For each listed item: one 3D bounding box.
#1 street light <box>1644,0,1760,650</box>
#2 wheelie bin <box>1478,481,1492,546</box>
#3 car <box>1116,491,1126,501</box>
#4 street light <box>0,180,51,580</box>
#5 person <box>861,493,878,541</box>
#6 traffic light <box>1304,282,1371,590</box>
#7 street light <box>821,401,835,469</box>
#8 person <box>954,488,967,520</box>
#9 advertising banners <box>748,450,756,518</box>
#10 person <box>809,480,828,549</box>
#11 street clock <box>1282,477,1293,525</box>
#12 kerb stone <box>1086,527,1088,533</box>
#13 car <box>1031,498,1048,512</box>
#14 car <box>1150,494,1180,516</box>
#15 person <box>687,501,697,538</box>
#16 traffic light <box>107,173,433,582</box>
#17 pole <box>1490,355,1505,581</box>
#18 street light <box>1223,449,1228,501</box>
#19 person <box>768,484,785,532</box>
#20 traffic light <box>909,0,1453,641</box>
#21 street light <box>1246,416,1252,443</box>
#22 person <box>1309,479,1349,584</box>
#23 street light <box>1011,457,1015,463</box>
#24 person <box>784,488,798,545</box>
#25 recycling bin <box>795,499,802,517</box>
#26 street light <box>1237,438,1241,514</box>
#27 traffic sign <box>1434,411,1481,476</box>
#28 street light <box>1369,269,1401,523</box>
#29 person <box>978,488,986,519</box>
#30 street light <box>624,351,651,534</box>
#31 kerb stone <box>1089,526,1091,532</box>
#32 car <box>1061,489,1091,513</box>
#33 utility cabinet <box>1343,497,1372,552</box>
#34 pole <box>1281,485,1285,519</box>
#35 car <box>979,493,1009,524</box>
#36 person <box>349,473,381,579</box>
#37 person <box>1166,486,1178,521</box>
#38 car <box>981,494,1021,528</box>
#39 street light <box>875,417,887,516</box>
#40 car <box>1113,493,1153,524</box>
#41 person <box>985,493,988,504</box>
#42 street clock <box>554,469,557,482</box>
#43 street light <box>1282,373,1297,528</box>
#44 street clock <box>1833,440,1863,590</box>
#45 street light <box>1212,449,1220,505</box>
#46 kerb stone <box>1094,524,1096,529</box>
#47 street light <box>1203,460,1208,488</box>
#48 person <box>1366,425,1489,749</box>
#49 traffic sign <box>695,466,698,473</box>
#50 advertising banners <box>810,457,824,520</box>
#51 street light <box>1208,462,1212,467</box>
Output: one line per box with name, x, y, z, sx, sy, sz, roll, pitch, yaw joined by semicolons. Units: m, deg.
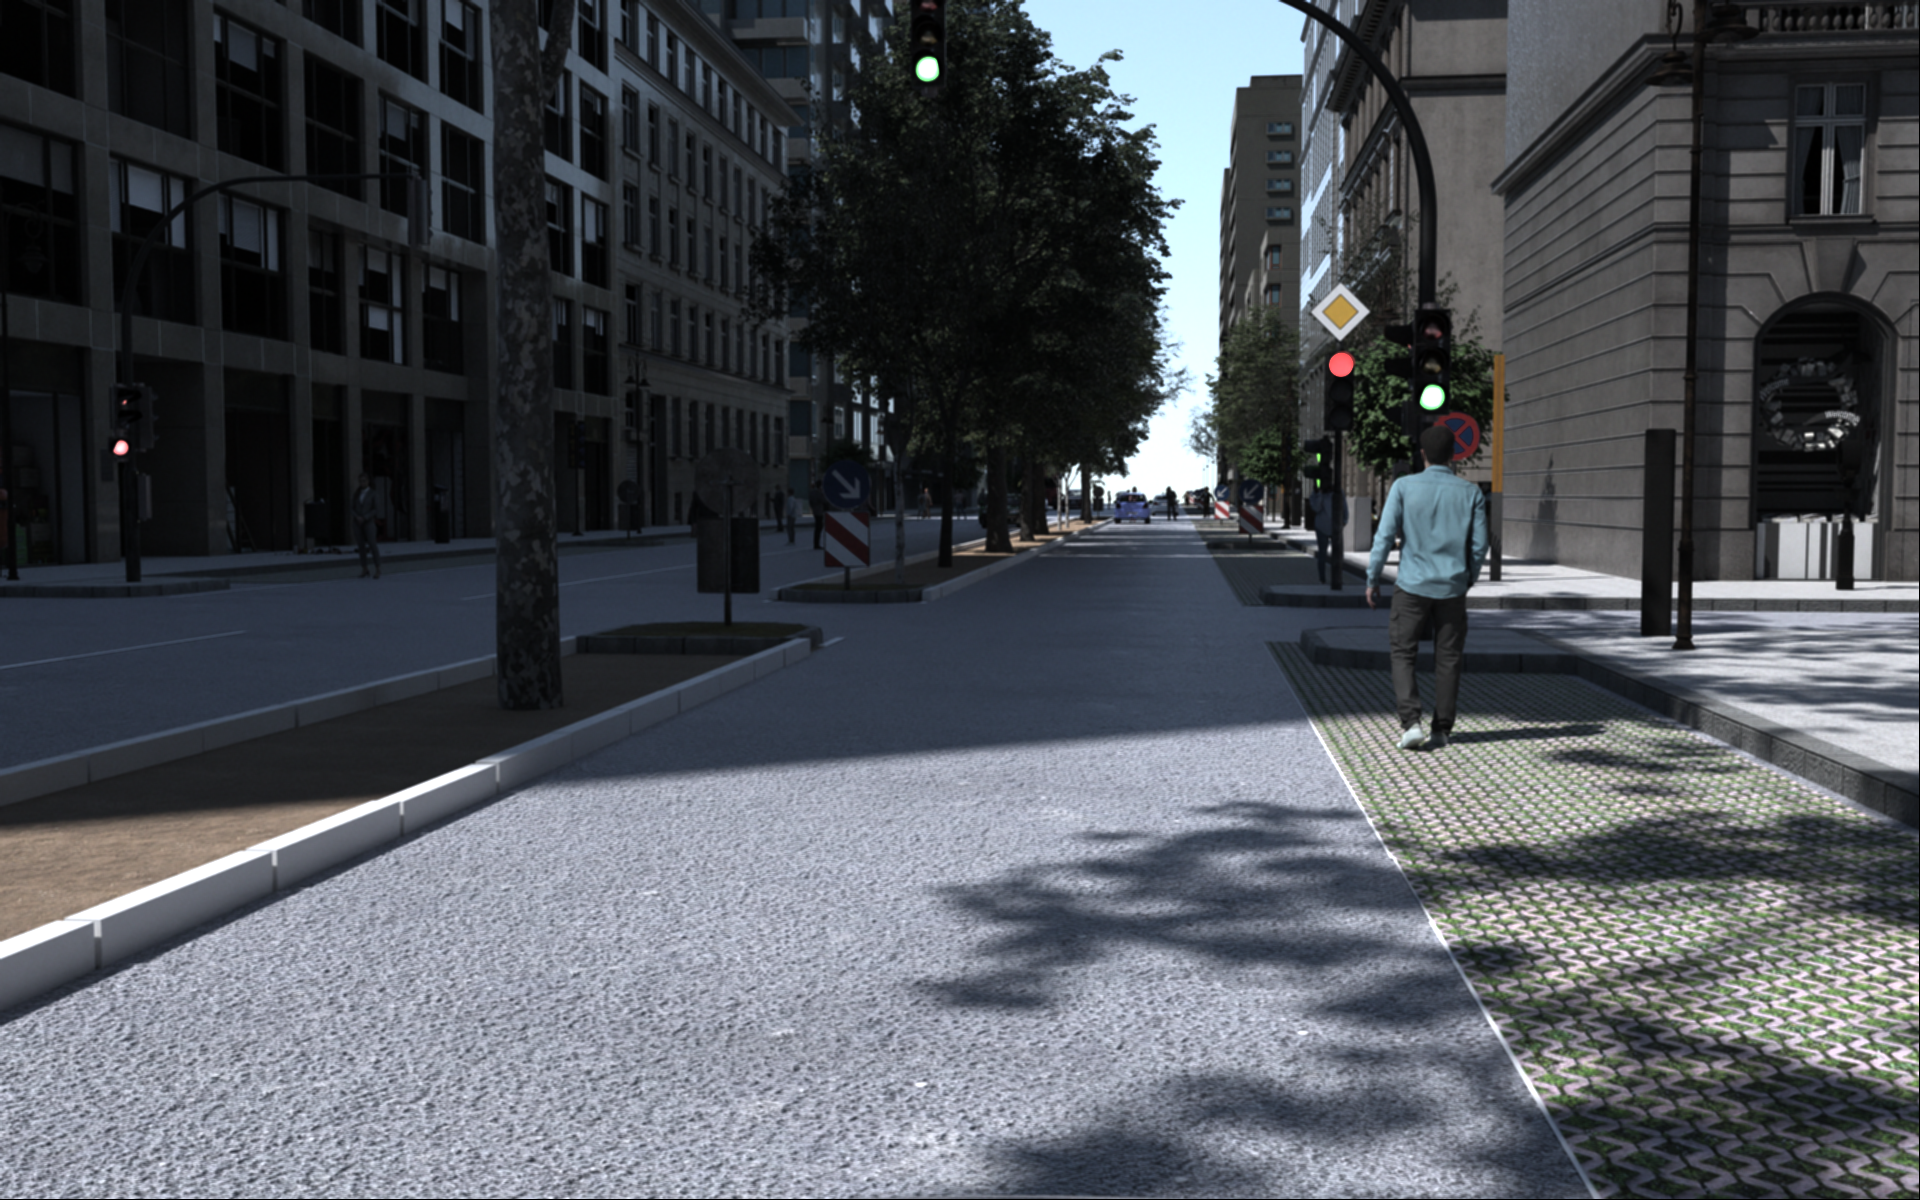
street light;5.993;-2.531;14.165;0.468;5.910;1.993;0;4;7
wheelie bin;13.095;-2.142;42.925;0.693;1.594;0.980;-2;4;-30
car;22.212;-13.808;234.439;2.281;1.827;5.304;0;4;6
street light;-14.135;-3.235;25.678;0.468;5.910;1.993;0;4;7
person;-2.840;-2.642;52.286;0.593;1.750;0.643;3;4;38
traffic light;5.022;-2.089;23.082;0.839;4.253;0.868;0;4;7
street light;-6.547;-6.918;85.899;0.468;5.910;1.993;0;4;7
person;0.050;-5.311;95.932;0.593;1.750;0.643;-3;5;-41
advertising banners;-8.449;-4.533;70.301;0.090;3.025;2.074;0;4;1
person;-3.668;-2.226;45.074;0.473;1.802;0.592;-1;4;-13
street clock;13.624;-4.124;72.005;0.358;2.002;0.471;-2;4;-34
kerb stone;4.414;-2.448;62.212;0.120;0.150;1.000;0;4;7
car;6.045;-7.882;138.464;1.945;1.707;3.694;1;4;9
car;13.456;-6.227;113.822;2.014;1.417;4.499;0;4;6
person;-8.724;-2.647;56.448;0.362;1.253;0.373;-3;5;-41
traffic light;-9.974;-3.076;24.954;4.771;5.953;1.251;0;4;7
pole;7.909;-1.935;25.478;0.158;3.312;0.155;0;3;0
street light;22.025;-10.432;143.350;0.468;5.910;1.993;0;4;7
person;-6.912;-3.466;65.348;0.590;1.801;0.661;-2;4;-33
traffic light;1.953;-2.483;15.273;4.771;5.953;1.251;0;4;7
street light;15.999;-7.500;95.420;0.468;5.910;1.993;0;4;7
person;5.465;-1.029;25.589;0.793;1.790;0.793;-3;5;-40
street light;5.673;-12.988;185.144;0.468;5.910;1.993;0;4;7
person;-4.736;-2.338;48.543;0.330;1.601;0.589;1;4;19
recycling bin;-9.391;-5.220;97.907;0.722;1.027;0.722;2;4;25
street light;18.255;-8.603;113.441;0.468;5.910;1.993;0;4;7
traffic sign;7.606;-1.626;26.693;0.768;2.556;0.104;1;4;14
street light;8.737;-3.849;35.719;0.468;5.910;1.993;0;4;7
person;1.339;-5.504;98.894;0.834;1.777;0.661;-3;5;-43
street light;-10.391;-5.085;55.921;0.468;5.910;1.993;0;4;7
kerb stone;4.675;-2.571;64.239;0.120;0.150;1.000;0;4;7
car;9.110;-7.746;135.318;2.281;1.827;5.304;1;4;9
utility cabinet;8.847;-1.678;38.591;0.306;1.237;1.020;2;4;33
pole;16.551;-5.798;88.636;0.158;3.312;0.155;0;3;0
car;1.976;-4.590;83.847;1.959;1.807;4.718;0;4;7
person;-10.126;-1.265;29.451;0.520;1.790;0.573;-1;4;-12
person;11.414;-5.203;93.374;0.655;1.846;0.447;0;4;2
car;1.963;-3.920;73.876;2.009;1.686;4.222;1;4;9
street light;-4.638;-7.899;101.936;0.468;5.910;1.993;0;4;7
car;8.462;-4.599;84.785;1.945;1.707;3.694;0;4;7
person;1.485;-4.308;79.334;0.661;1.777;0.834;1;4;12
street clock;-11.300;-2.631;47.589;0.471;2.002;0.358;3;5;43
street light;12.427;-5.664;65.402;0.468;5.910;1.993;0;4;7
street clock;11.847;-1.135;23.131;0.358;2.002;0.471;1;4;17
street light;25.717;-12.247;173.033;0.468;5.910;1.993;0;4;7
kerb stone;5.168;-2.817;68.303;0.120;0.150;1.000;0;4;7
street light;32.243;-15.479;225.867;0.468;5.910;1.993;0;4;7
person;2.643;-0.077;9.776;0.660;1.820;0.620;0;4;3
traffic sign;-9.327;-3.717;62.901;0.606;2.300;0.079;1;4;15
advertising banners;-6.784;-5.343;83.545;0.090;3.025;2.074;1;4;19
street light;28.567;-13.630;195.645;0.468;5.910;1.993;0;4;7
